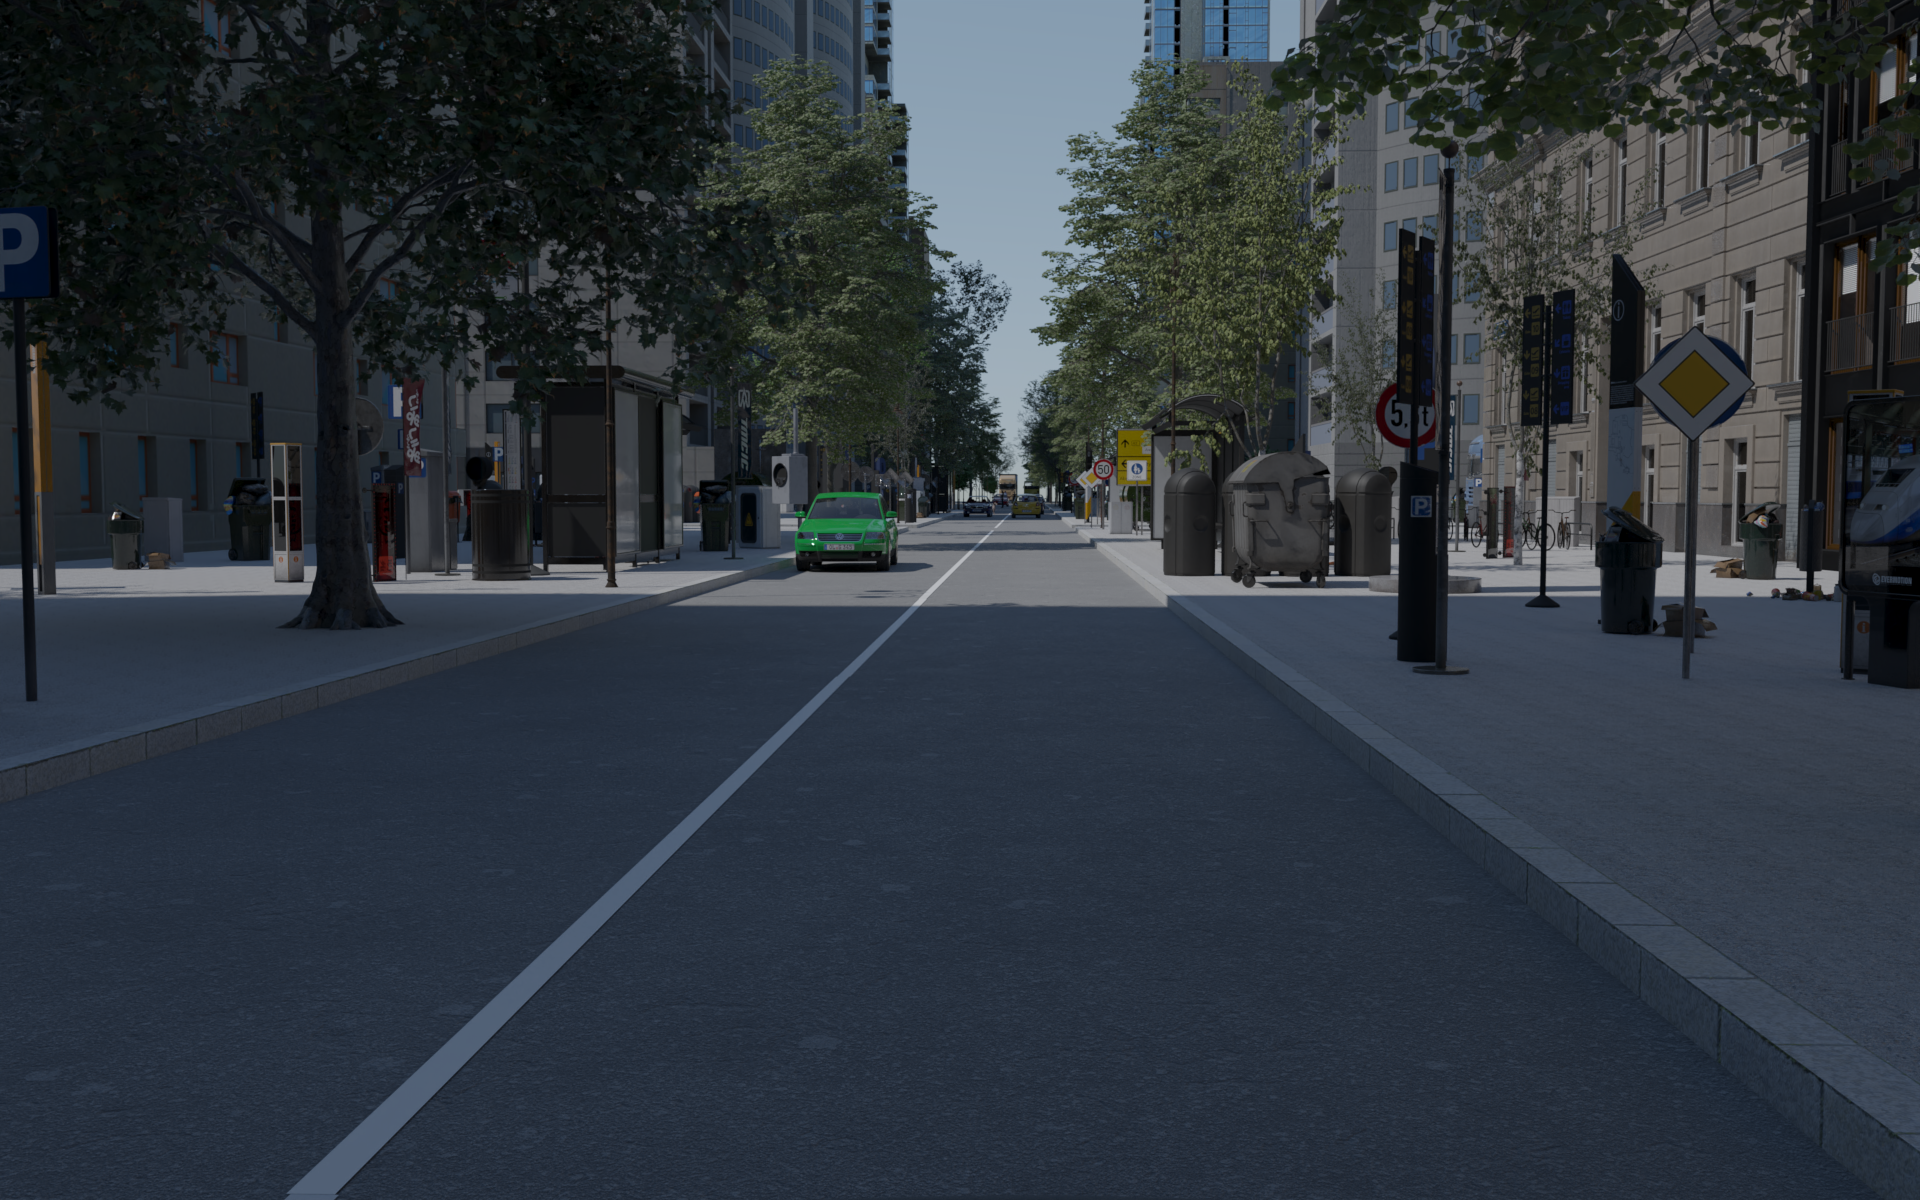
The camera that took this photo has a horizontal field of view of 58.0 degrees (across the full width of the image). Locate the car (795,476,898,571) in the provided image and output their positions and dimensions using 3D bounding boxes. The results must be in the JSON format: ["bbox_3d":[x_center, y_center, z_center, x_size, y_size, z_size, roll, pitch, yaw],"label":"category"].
[{"bbox_3d":[-2.164,-1.522,33.689,1.959,1.807,4.718,0,4,1],"label":"car"}]

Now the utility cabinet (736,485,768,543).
[{"bbox_3d":[-5.336,-2.194,44.545,0.318,1.500,1.173,-3,4,-37],"label":"utility cabinet"}]

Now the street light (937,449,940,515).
[{"bbox_3d":[-1.362,-8.302,108.523,0.468,5.910,1.993,0,4,2],"label":"street light"}]

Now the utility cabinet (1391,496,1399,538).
[{"bbox_3d":[13.114,-2.444,51.128,1.020,1.237,0.306,-3,5,-43],"label":"utility cabinet"}]

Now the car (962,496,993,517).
[{"bbox_3d":[1.135,-5.870,108.554,1.945,1.354,3.894,0,4,3],"label":"car"}]

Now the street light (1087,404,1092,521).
[{"bbox_3d":[6.224,-6.794,83.878,0.468,5.910,1.993,0,4,2],"label":"street light"}]

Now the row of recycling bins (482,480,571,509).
[{"bbox_3d":[-12.389,-2.670,50.769,3.534,1.692,1.069,0,4,-3],"label":"row of recycling bins"}]

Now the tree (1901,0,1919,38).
[{"bbox_3d":[10.783,-3.961,15.117,4.360,8.622,3.978,0,3,0],"label":"tree"}]

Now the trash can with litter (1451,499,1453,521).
[{"bbox_3d":[23.486,-4.286,81.465,1.055,1.170,0.624,-3,5,-44],"label":"trash can with litter"}]

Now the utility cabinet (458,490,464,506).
[{"bbox_3d":[-24.339,-4.736,86.108,1.173,1.500,0.318,-2,4,-25],"label":"utility cabinet"}]

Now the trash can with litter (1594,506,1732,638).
[{"bbox_3d":[6.367,-0.272,15.830,1.055,1.170,0.624,3,5,41],"label":"trash can with litter"}]

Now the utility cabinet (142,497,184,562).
[{"bbox_3d":[-15.140,-1.331,32.918,1.020,1.237,0.306,3,5,40],"label":"utility cabinet"}]

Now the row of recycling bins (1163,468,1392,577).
[{"bbox_3d":[4.978,-1.228,27.193,3.534,1.692,1.069,0,4,3],"label":"row of recycling bins"}]

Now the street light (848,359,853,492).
[{"bbox_3d":[-3.545,-5.077,55.797,0.468,5.910,1.993,0,4,2],"label":"street light"}]

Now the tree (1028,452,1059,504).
[{"bbox_3d":[13.268,-18.383,234.978,8.767,10.594,7.601,-1,4,-17],"label":"tree"}]

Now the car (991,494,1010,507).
[{"bbox_3d":[4.662,-11.512,197.254,2.155,1.783,4.494,0,4,3],"label":"car"}]

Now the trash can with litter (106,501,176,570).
[{"bbox_3d":[-13.946,-1.109,29.517,1.055,1.170,0.624,-1,4,-10],"label":"trash can with litter"}]

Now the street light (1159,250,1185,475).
[{"bbox_3d":[4.058,-3.677,32.907,0.468,5.910,1.993,0,4,2],"label":"street light"}]

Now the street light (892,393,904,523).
[{"bbox_3d":[-2.701,-6.286,75.561,0.468,5.910,1.993,0,4,2],"label":"street light"}]

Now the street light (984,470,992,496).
[{"bbox_3d":[3.703,-16.003,234.431,0.468,5.910,1.993,0,4,2],"label":"street light"}]

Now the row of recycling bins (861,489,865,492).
[{"bbox_3d":[-6.545,-8.316,143.084,3.534,1.692,1.069,-1,4,-20],"label":"row of recycling bins"}]

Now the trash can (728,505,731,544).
[{"bbox_3d":[-5.933,-1.883,42.436,0.748,1.137,0.748,0,3,0],"label":"trash can"}]

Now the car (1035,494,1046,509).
[{"bbox_3d":[7.409,-9.578,168.599,2.014,1.417,4.499,0,4,2],"label":"car"}]

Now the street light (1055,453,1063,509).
[{"bbox_3d":[9.292,-11.477,160.429,0.468,5.910,1.993,0,4,2],"label":"street light"}]

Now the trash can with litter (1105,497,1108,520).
[{"bbox_3d":[7.495,-4.407,83.443,1.055,1.170,0.624,-1,4,-19],"label":"trash can with litter"}]

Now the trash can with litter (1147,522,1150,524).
[{"bbox_3d":[8.347,-3.803,73.567,0.624,1.170,1.055,-2,4,-32],"label":"trash can with litter"}]

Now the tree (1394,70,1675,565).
[{"bbox_3d":[10.297,-4.929,30.949,4.360,8.622,3.978,0,3,0],"label":"tree"}]

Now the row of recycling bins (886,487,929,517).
[{"bbox_3d":[-3.301,-5.473,96.596,3.534,1.692,1.069,-3,4,-37],"label":"row of recycling bins"}]

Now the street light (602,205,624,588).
[{"bbox_3d":[-4.787,-3.109,23.625,0.468,5.910,1.993,0,4,2],"label":"street light"}]

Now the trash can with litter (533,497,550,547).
[{"bbox_3d":[-10.427,-1.925,42.523,2.233,1.210,1.678,3,4,36],"label":"trash can with litter"}]

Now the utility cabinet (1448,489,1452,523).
[{"bbox_3d":[21.389,-4.137,76.325,0.318,1.500,1.173,2,4,25],"label":"utility cabinet"}]

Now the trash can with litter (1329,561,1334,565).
[{"bbox_3d":[6.481,-1.236,31.265,2.233,1.210,1.678,-2,4,-27],"label":"trash can with litter"}]

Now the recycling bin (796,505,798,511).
[{"bbox_3d":[-11.724,-7.096,128.566,0.722,1.027,0.722,-2,4,-26],"label":"recycling bin"}]

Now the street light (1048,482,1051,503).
[{"bbox_3d":[11.927,-15.412,224.767,0.468,5.910,1.993,0,4,2],"label":"street light"}]

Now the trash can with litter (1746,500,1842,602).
[{"bbox_3d":[10.653,-0.632,21.392,1.678,1.210,2.233,2,4,29],"label":"trash can with litter"}]

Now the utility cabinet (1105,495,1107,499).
[{"bbox_3d":[12.364,-8.204,145.303,0.306,1.237,1.020,-1,4,-14],"label":"utility cabinet"}]

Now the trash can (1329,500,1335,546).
[{"bbox_3d":[9.135,-1.935,43.293,0.748,1.137,0.748,0,3,0],"label":"trash can"}]

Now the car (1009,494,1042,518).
[{"bbox_3d":[3.935,-5.703,103.463,2.015,1.641,3.980,0,4,1],"label":"car"}]

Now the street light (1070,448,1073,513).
[{"bbox_3d":[7.515,-8.790,116.508,0.468,5.910,1.993,0,4,2],"label":"street light"}]

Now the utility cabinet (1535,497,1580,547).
[{"bbox_3d":[14.612,-1.910,42.383,0.306,1.237,1.020,-3,5,-43],"label":"utility cabinet"}]

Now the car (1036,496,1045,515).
[{"bbox_3d":[5.059,-6.722,122.483,1.945,1.354,3.894,0,4,1],"label":"car"}]

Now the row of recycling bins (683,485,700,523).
[{"bbox_3d":[-12.457,-4.262,76.800,1.069,1.692,3.534,1,4,11],"label":"row of recycling bins"}]

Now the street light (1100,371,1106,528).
[{"bbox_3d":[5.365,-5.647,65.109,0.468,5.910,1.993,0,4,2],"label":"street light"}]

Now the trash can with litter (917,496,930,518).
[{"bbox_3d":[-1.978,-4.913,91.708,0.624,1.170,1.055,1,4,11],"label":"trash can with litter"}]

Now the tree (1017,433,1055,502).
[{"bbox_3d":[14.857,-23.639,293.151,9.857,13.997,8.962,0,3,0],"label":"tree"}]

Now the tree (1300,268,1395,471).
[{"bbox_3d":[13.130,-6.440,55.651,4.360,8.622,3.978,0,3,0],"label":"tree"}]

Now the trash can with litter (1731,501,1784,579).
[{"bbox_3d":[11.861,-0.905,26.184,0.624,1.170,1.055,-2,4,-31],"label":"trash can with litter"}]

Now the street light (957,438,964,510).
[{"bbox_3d":[-0.073,-10.269,140.693,0.468,5.910,1.993,0,4,2],"label":"street light"}]

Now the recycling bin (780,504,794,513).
[{"bbox_3d":[-11.951,-6.527,119.275,0.722,1.027,0.722,3,5,39],"label":"recycling bin"}]
